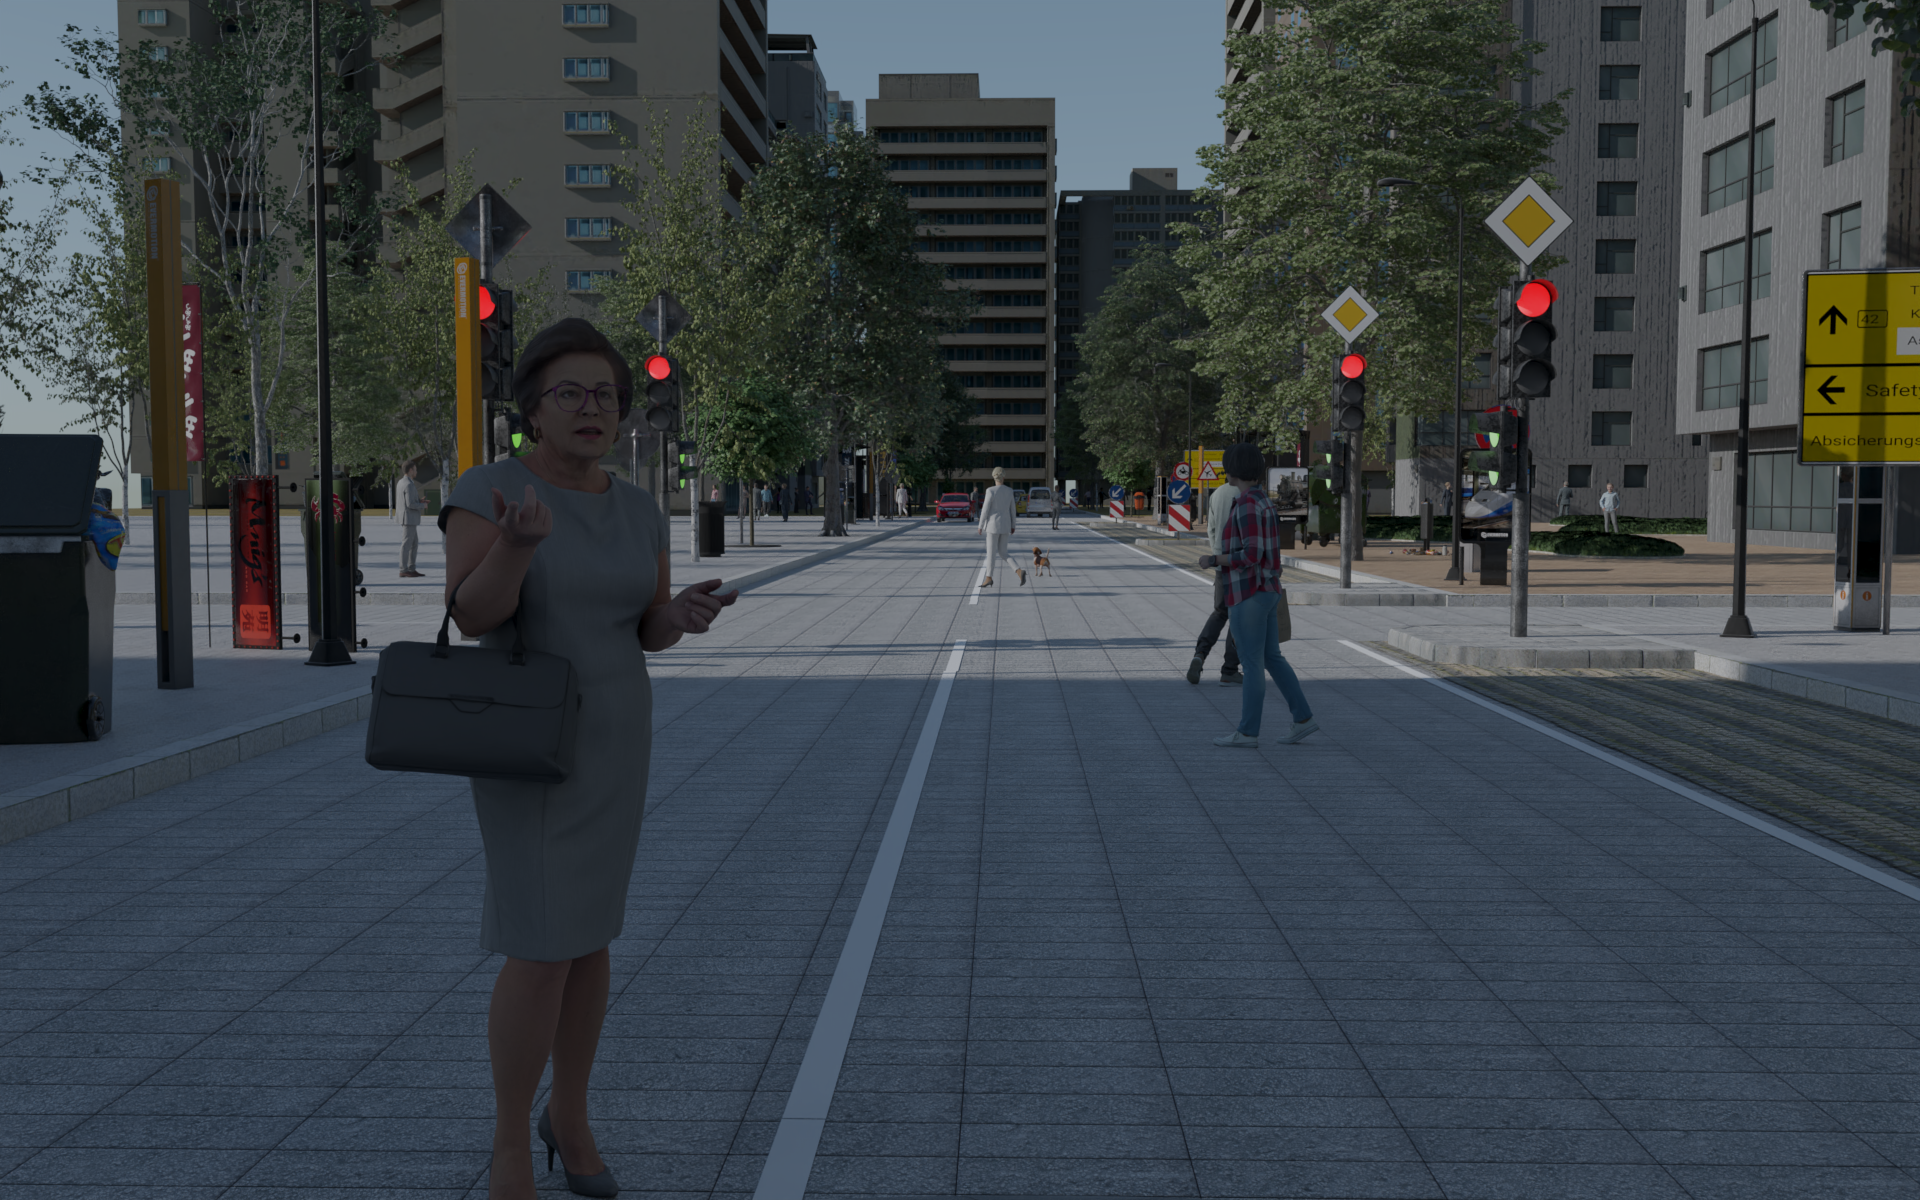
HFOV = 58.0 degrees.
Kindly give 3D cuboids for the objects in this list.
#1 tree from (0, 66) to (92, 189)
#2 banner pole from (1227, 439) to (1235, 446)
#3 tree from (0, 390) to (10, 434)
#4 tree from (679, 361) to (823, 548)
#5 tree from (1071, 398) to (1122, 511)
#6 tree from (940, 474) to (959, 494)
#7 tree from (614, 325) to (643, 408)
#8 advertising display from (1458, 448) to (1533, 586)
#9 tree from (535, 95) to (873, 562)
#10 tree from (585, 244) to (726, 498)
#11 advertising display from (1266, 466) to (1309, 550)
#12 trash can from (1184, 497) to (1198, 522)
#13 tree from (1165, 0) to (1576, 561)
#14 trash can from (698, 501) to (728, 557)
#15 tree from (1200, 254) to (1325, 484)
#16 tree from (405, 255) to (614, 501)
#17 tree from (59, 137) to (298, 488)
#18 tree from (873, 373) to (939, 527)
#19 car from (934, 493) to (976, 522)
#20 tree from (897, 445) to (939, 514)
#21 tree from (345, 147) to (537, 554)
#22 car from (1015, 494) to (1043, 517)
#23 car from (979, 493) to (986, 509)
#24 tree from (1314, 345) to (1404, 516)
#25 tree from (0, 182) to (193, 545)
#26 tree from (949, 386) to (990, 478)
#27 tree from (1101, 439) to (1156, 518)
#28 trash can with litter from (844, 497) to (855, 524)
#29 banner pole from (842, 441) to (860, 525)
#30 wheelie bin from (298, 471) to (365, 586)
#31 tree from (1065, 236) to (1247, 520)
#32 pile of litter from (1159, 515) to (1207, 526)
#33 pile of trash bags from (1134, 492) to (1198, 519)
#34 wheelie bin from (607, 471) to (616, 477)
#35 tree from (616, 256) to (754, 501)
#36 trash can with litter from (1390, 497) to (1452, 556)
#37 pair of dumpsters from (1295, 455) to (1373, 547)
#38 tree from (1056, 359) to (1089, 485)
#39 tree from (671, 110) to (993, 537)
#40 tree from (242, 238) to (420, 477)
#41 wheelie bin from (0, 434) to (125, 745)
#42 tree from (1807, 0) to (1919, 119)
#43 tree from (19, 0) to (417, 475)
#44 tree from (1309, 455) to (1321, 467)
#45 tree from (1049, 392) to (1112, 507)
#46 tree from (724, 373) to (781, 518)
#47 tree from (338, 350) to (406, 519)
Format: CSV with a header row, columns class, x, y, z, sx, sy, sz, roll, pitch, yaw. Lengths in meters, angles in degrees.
class,x,y,z,sx,sy,sz,roll,pitch,yaw
tree,-16.930,-4.815,29.094,4.360,8.622,3.978,0,3,0
banner pole,12.337,-5.424,78.694,0.401,3.779,0.863,3,4,36
tree,-53.897,-11.432,88.730,13.155,14.587,18.604,-2,4,-28
tree,-5.140,-3.575,42.169,4.285,4.588,4.351,0,3,0
tree,10.252,-10.930,129.063,4.360,8.622,3.978,0,3,0
tree,-1.077,-9.358,147.609,1.663,3.219,1.824,0,3,0
tree,-13.170,-6.637,58.880,4.360,8.622,3.978,0,3,0
advertising display,7.484,-1.164,24.245,0.974,1.923,0.123,1,4,16
tree,-4.839,-5.017,32.390,4.737,8.622,4.395,0,3,0
tree,-13.906,-9.816,78.624,7.486,12.596,7.792,0,3,0
advertising display,7.553,-2.126,39.968,0.974,1.923,0.123,0,4,7
trash can,10.492,-4.128,79.152,0.748,1.137,0.748,0,3,0
tree,7.917,-7.012,32.776,7.486,12.596,7.792,0,3,0
trash can,-5.096,-1.443,35.254,0.748,1.137,0.748,0,3,0
tree,9.146,-6.305,53.451,4.360,8.622,3.978,0,3,0
tree,-13.465,-6.214,51.967,4.360,8.622,3.978,0,3,0
tree,-16.708,-5.252,36.227,4.737,8.622,4.395,0,3,0
tree,-3.074,-7.204,68.142,4.737,8.622,4.395,0,3,0
car,-0.212,-4.911,89.333,2.155,1.783,4.494,0,4,3
tree,-2.939,-7.937,113.480,4.285,4.588,4.351,0,3,0
tree,-11.151,-5.313,37.224,4.737,8.622,4.395,0,3,0
car,4.383,-6.140,110.610,2.015,1.641,3.980,0,3,0
car,2.261,-8.453,147.247,2.155,1.783,4.494,0,4,3
tree,17.607,-7.757,77.183,4.737,8.622,4.395,0,3,0
tree,-21.405,-5.717,43.828,4.360,8.622,3.978,0,3,0
tree,-1.013,-14.019,154.970,9.928,11.665,9.643,0,3,0
tree,10.629,-7.458,105.650,4.285,4.588,4.351,0,3,0
trash can with litter,-4.897,-3.902,75.191,0.624,1.170,1.055,-1,4,-23
banner pole,-4.604,-5.060,72.749,0.863,3.779,0.401,-2,4,-32
wheelie bin,-8.784,-0.997,24.213,0.980,1.594,0.693,2,4,32
tree,10.118,-11.023,86.877,9.857,13.997,8.962,0,3,0
pile of litter,9.002,-3.475,70.778,1.719,0.858,1.176,2,4,33
pile of trash bags,10.854,-4.979,91.158,3.447,1.369,1.912,1,4,12
wheelie bin,-5.089,-0.994,24.157,0.980,1.594,0.693,-1,4,-15
tree,-10.438,-8.222,68.849,8.767,10.594,7.601,0,4,4
trash can with litter,10.026,-1.585,36.973,1.678,1.210,2.233,0,4,8
pair of dumpsters,9.229,-2.518,43.659,1.574,2.255,4.437,0,4,2
tree,11.162,-13.662,141.507,7.486,12.596,7.792,0,3,0
tree,-3.905,-8.279,52.363,9.611,12.733,9.660,0,3,0
tree,-28.106,-9.757,77.647,7.486,12.596,7.792,0,3,0
wheelie bin,-4.850,-0.072,9.079,0.980,1.594,0.693,-1,4,-11
tree,7.109,-6.081,6.075,9.857,13.997,8.962,0,3,0
tree,-23.964,-12.248,56.138,12.611,20.169,13.585,0,3,0
tree,18.161,-5.737,88.399,1.663,3.219,1.824,0,3,0
tree,12.569,-15.051,171.841,9.928,11.665,9.643,0,3,0
tree,-11.164,-8.693,92.497,4.360,8.622,3.978,0,3,0
tree,-29.144,-8.399,87.678,4.360,8.622,3.978,0,3,0
